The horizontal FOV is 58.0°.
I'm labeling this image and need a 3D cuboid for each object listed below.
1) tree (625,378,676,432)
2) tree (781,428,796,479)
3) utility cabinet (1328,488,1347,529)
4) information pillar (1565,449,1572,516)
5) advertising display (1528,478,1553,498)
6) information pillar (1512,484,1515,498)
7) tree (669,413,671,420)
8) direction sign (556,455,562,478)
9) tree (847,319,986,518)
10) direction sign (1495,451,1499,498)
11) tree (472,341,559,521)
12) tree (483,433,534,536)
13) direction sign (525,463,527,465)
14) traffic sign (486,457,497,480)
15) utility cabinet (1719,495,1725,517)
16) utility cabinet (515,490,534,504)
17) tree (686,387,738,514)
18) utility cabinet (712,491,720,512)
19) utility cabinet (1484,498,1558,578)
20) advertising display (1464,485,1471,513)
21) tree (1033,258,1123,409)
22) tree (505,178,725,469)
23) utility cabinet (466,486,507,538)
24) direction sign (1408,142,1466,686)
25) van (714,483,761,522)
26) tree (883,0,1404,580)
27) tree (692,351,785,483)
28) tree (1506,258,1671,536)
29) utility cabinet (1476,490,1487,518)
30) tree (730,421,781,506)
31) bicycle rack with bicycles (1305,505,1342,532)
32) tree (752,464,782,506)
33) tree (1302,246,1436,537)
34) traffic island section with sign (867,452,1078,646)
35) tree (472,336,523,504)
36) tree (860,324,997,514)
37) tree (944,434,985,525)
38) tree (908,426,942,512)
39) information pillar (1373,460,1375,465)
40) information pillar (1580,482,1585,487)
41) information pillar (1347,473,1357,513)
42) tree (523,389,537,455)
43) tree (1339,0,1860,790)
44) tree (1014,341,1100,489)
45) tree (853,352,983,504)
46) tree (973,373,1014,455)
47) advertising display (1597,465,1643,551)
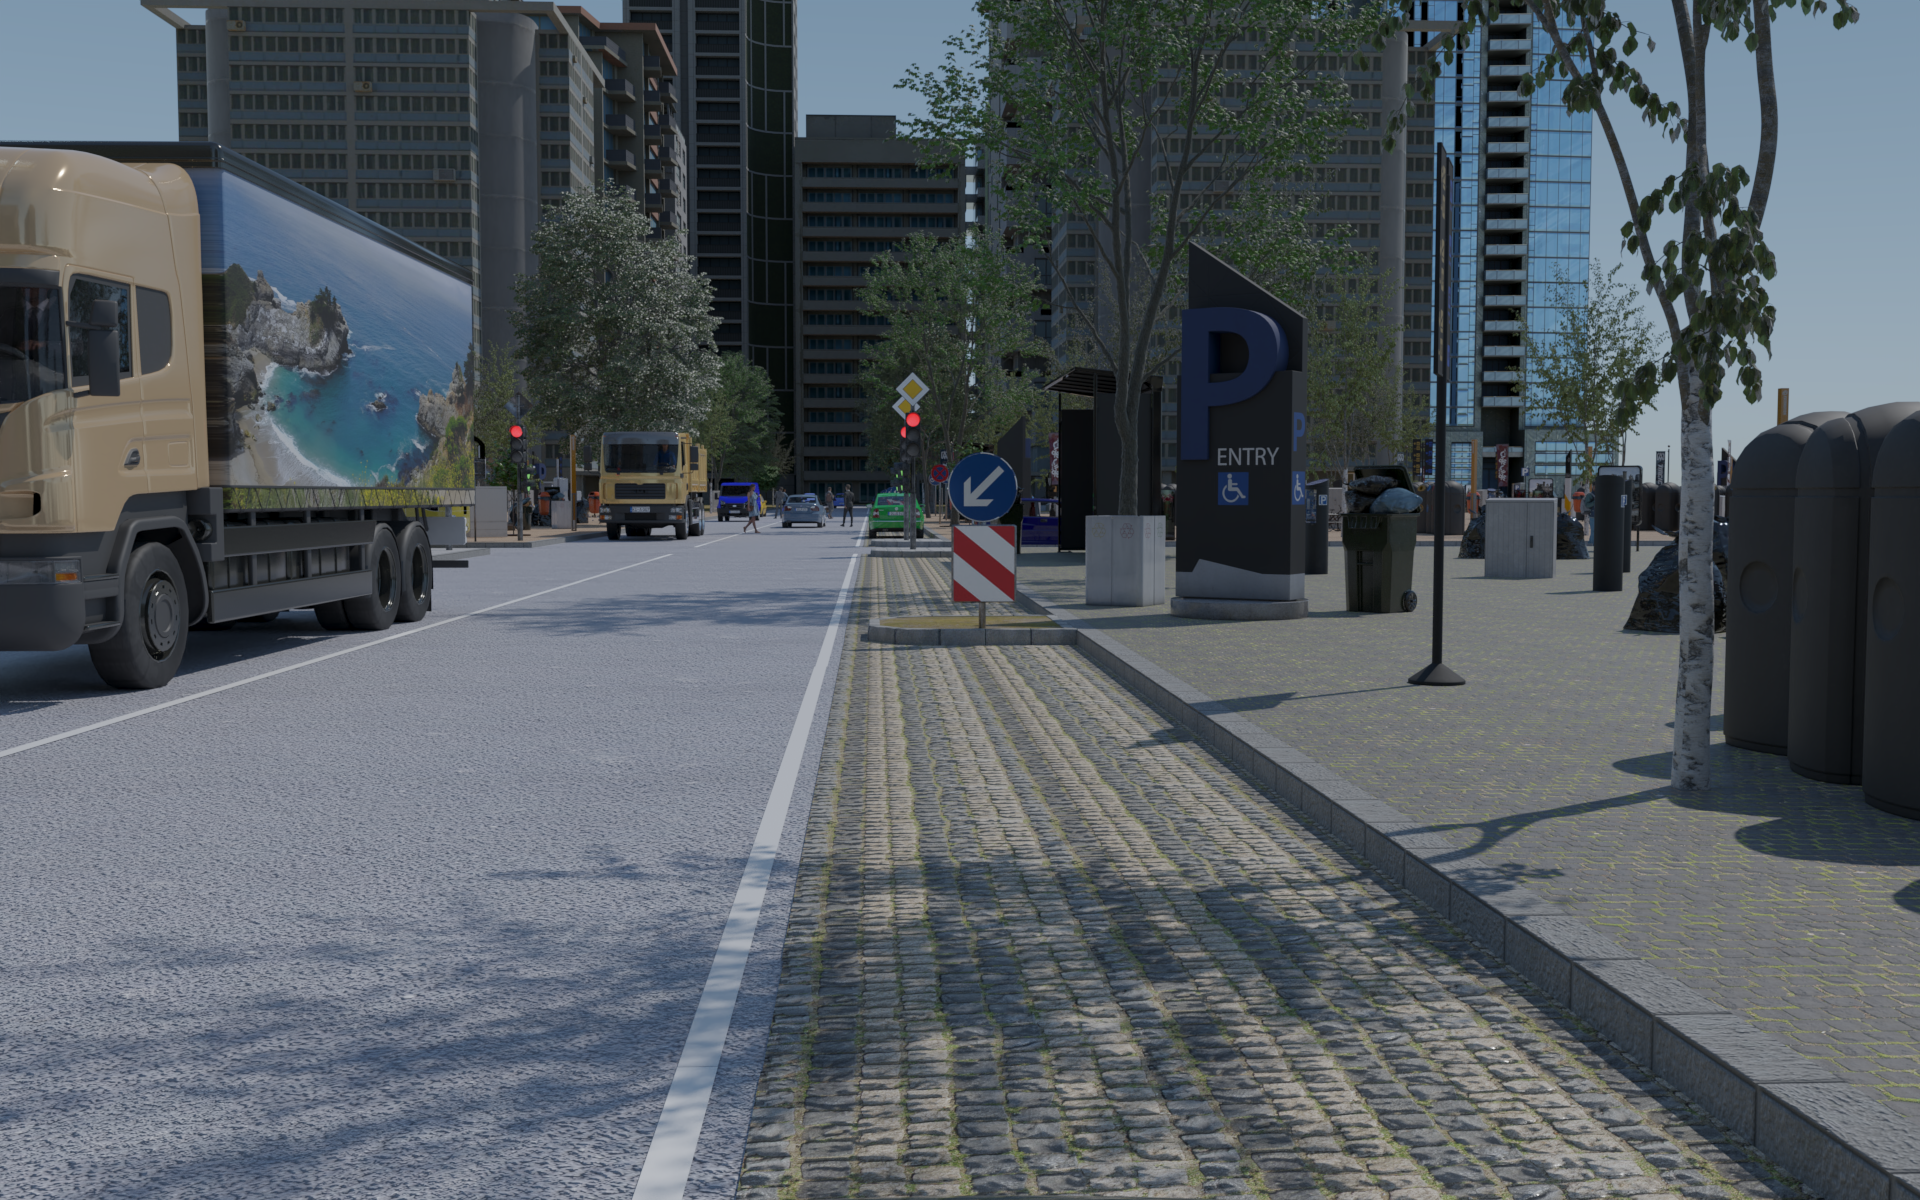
[{"bbox_3d":[-19.541,-9.616,107.590,4.360,8.622,3.978,0,3,0],"label":"tree"},{"bbox_3d":[-19.527,-14.215,182.772,4.360,8.622,3.978,0,3,0],"label":"tree"},{"bbox_3d":[13.486,-3.291,62.493,1.173,1.500,0.318,2,4,30],"label":"utility cabinet"},{"bbox_3d":[31.752,-6.058,90.403,0.183,3.616,0.504,-1,4,-11],"label":"information pillar"},{"bbox_3d":[23.742,-4.014,70.842,0.974,1.923,0.123,1,4,8],"label":"advertising display"},{"bbox_3d":[39.211,-7.217,122.487,0.304,2.012,0.304,0,4,6],"label":"information pillar"},{"bbox_3d":[-17.191,-12.062,122.971,9.928,11.665,9.643,0,3,0],"label":"tree"},{"bbox_3d":[-23.505,-6.704,101.605,0.379,3.537,0.876,-3,4,-36],"label":"direction sign"},{"bbox_3d":[-2.002,-9.658,92.316,7.601,10.594,8.767,1,4,20],"label":"tree"},{"bbox_3d":[28.493,-6.098,91.701,0.379,3.537,0.876,0,4,-3],"label":"direction sign"},{"bbox_3d":[-21.491,-8.101,82.821,4.737,8.622,4.395,0,3,0],"label":"tree"},{"bbox_3d":[-13.665,-3.574,53.033,1.663,3.219,1.824,0,3,0],"label":"tree"},{"bbox_3d":[-23.562,-6.172,92.903,0.876,3.537,0.379,2,4,24],"label":"direction sign"},{"bbox_3d":[-14.680,-3.246,54.255,0.795,2.450,0.064,0,4,5],"label":"traffic sign"},{"bbox_3d":[33.773,-4.056,77.479,0.306,1.237,1.020,-2,4,-34],"label":"utility cabinet"},{"bbox_3d":[-23.035,-5.075,91.648,1.173,1.500,0.318,3,4,38],"label":"utility cabinet"},{"bbox_3d":[-16.656,-10.009,114.002,4.737,8.622,4.395,0,3,0],"label":"tree"},{"bbox_3d":[-16.780,-6.818,120.151,0.318,1.500,1.173,3,4,37],"label":"utility cabinet"},{"bbox_3d":[8.638,-0.950,26.689,1.020,1.237,0.306,2,4,29],"label":"utility cabinet"},{"bbox_3d":[34.784,-6.936,118.624,0.123,1.923,0.974,3,4,38],"label":"advertising display"},{"bbox_3d":[4.649,-6.225,52.149,4.360,8.622,3.978,0,3,0],"label":"tree"},{"bbox_3d":[-13.752,-10.004,70.226,9.857,13.997,8.962,0,3,0],"label":"tree"},{"bbox_3d":[-13.870,-2.570,50.694,1.173,1.500,0.318,-3,5,-42],"label":"utility cabinet"},{"bbox_3d":[3.233,-1.201,11.640,0.379,3.537,0.876,1,4,21],"label":"direction sign"},{"bbox_3d":[-11.647,-5.317,91.320,2.240,2.365,5.245,0,4,-2],"label":"van"},{"bbox_3d":[2.546,-6.104,25.554,9.928,11.665,9.643,0,3,0],"label":"tree"},{"bbox_3d":[-17.717,-13.412,137.415,7.486,12.596,7.792,0,3,0],"label":"tree"},{"bbox_3d":[19.131,-6.297,53.318,4.737,8.622,4.395,0,3,0],"label":"tree"},{"bbox_3d":[26.570,-4.870,88.309,0.318,1.500,1.173,0,4,-1],"label":"utility cabinet"},{"bbox_3d":[-18.960,-12.524,155.122,4.360,8.622,3.978,0,3,0],"label":"tree"},{"bbox_3d":[12.092,-2.738,58.152,2.925,0.926,2.852,-1,4,-13],"label":"bicycle rack with bicycles"},{"bbox_3d":[-18.996,-11.326,168.891,4.285,4.588,4.351,0,3,0],"label":"tree"},{"bbox_3d":[11.280,-6.187,51.519,4.737,8.622,4.395,0,3,0],"label":"tree"},{"bbox_3d":[0.075,-0.526,17.222,1.989,1.847,2.006,0,4,-3],"label":"traffic island section with sign"},{"bbox_3d":[-22.511,-7.765,77.317,4.360,8.622,3.978,0,3,0],"label":"tree"},{"bbox_3d":[-2.009,-12.057,114.141,9.611,12.733,9.660,0,3,0],"label":"tree"},{"bbox_3d":[0.442,-3.743,55.797,1.663,3.219,1.824,0,3,0],"label":"tree"},{"bbox_3d":[-2.591,-10.607,123.791,4.737,8.622,4.395,0,3,0],"label":"tree"},{"bbox_3d":[28.580,-7.852,119.731,0.183,3.616,0.504,0,4,-1],"label":"information pillar"},{"bbox_3d":[36.806,-5.985,102.344,0.304,2.012,0.304,0,4,6],"label":"information pillar"},{"bbox_3d":[13.581,-3.388,59.879,0.304,2.012,0.304,-3,5,-42],"label":"information pillar"},{"bbox_3d":[-29.850,-10.064,114.914,4.360,8.622,3.978,0,3,0],"label":"tree"},{"bbox_3d":[2.960,-3.483,7.317,4.360,8.622,3.978,0,3,0],"label":"tree"},{"bbox_3d":[5.022,-8.156,83.705,4.737,8.622,4.395,0,3,0],"label":"tree"},{"bbox_3d":[-3.410,-13.800,135.994,12.009,13.543,11.850,0,3,0],"label":"tree"},{"bbox_3d":[2.573,-9.271,101.943,4.737,8.622,4.395,0,3,0],"label":"tree"},{"bbox_3d":[14.822,-2.063,38.942,0.974,1.923,0.123,3,5,40],"label":"advertising display"}]
